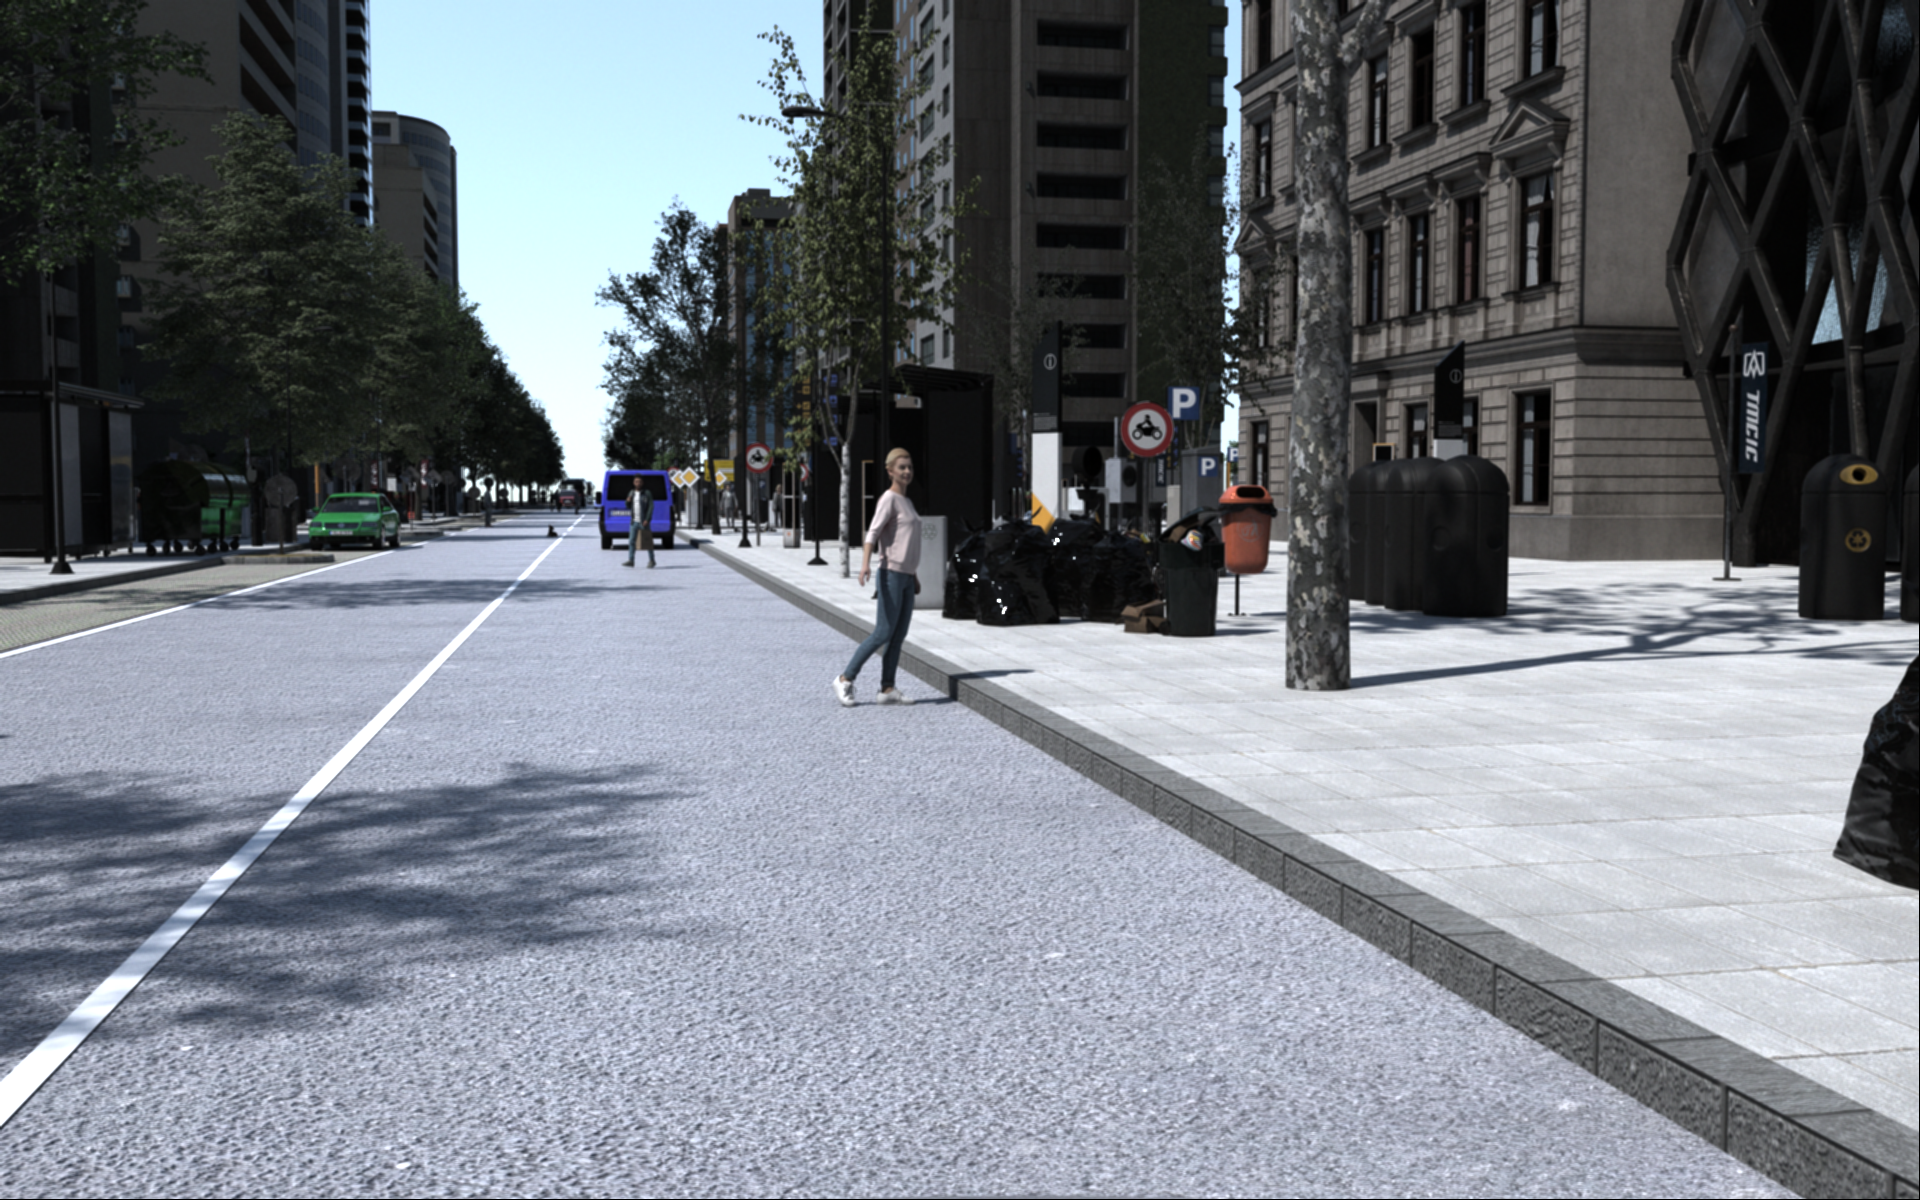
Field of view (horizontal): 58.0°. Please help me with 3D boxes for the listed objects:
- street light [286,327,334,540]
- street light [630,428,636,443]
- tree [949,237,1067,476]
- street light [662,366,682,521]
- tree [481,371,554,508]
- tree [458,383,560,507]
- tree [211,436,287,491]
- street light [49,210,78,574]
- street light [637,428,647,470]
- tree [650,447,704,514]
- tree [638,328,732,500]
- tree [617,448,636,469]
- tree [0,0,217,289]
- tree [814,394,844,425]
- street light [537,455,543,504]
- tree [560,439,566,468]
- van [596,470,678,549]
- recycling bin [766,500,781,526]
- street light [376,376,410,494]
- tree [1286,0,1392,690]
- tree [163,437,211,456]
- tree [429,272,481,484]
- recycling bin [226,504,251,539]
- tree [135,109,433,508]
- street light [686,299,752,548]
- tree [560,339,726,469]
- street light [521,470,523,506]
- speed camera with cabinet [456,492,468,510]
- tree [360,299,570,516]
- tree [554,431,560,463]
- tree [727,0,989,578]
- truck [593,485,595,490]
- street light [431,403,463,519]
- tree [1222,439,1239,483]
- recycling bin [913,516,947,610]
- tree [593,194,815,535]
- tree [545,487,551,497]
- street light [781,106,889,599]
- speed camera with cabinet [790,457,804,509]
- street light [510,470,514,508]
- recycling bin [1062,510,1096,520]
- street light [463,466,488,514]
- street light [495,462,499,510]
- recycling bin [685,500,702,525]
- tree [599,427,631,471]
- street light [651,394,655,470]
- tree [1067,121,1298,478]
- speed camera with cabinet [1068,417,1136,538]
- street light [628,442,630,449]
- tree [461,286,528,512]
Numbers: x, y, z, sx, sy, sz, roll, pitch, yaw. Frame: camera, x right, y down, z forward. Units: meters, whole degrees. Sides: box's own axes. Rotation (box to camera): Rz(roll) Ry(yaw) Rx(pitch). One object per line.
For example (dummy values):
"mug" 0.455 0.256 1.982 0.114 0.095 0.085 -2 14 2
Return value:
"street light" -18.087 -4.626 48.180 1.470 5.913 1.316 -1 4 -12
"street light" -22.308 -9.153 122.195 1.470 5.913 1.316 -1 4 -12
"tree" 1.918 -6.025 48.873 4.360 8.622 3.978 0 3 0
"street light" -9.880 -5.465 61.892 1.470 5.913 1.316 -1 4 -12
"tree" -40.902 -14.462 154.575 7.486 12.596 7.792 0 3 0
"tree" -45.795 -16.118 173.903 12.009 13.543 11.850 0 3 0
"tree" -38.481 -6.816 95.152 4.285 4.588 4.351 0 3 0
"street light" -13.892 -3.376 27.738 1.470 5.913 1.316 -1 4 -12
"street light" -17.947 -7.877 101.322 1.470 5.913 1.316 -1 4 -12
"tree" -18.212 -7.812 111.440 4.285 4.588 4.351 0 3 0
"tree" -11.717 -7.561 73.989 4.360 8.622 3.978 0 3 0
"tree" -35.395 -14.826 192.765 4.737 8.622 4.395 0 3 0
"tree" -13.221 -5.831 21.086 9.928 11.665 9.643 0 3 0
"tree" -8.772 -10.369 119.898 4.360 8.622 3.978 0 3 0
"street light" -49.998 -14.146 203.832 1.470 5.913 1.316 -1 4 -12
"tree" -61.551 -20.578 254.573 7.486 12.596 7.792 0 3 0
"van" -8.695 -2.583 46.620 2.240 2.365 5.245 -1 4 -11
"recycling bin" -7.460 -3.556 70.693 0.722 1.027 0.722 1 4 17
"street light" -22.229 -5.831 67.883 1.470 5.913 1.316 -1 4 -12
"tree" 1.450 -9.409 9.719 12.611 20.169 13.585 0 3 0
"tree" -44.527 -7.142 100.477 4.285 4.588 4.351 0 3 0
"tree" -24.607 -9.465 72.882 7.486 12.596 7.792 0 3 0
"recycling bin" -20.726 -2.263 49.555 0.722 1.027 0.722 -1 4 -14
"tree" -20.821 -8.205 52.286 7.486 12.596 7.792 0 3 0
"street light" -5.710 -4.213 41.432 1.470 5.913 1.316 -1 4 -12
"tree" -22.019 -13.446 130.209 12.009 13.543 11.850 0 3 0
"street light" -41.626 -11.645 162.944 1.470 5.913 1.316 -1 4 -12
"speed camera with cabinet" -39.881 -8.756 137.497 2.038 3.252 0.660 1 4 20
"tree" -29.702 -11.214 100.349 9.611 12.733 9.660 0 3 0
"tree" -50.697 -17.121 198.060 7.486 12.596 7.792 0 3 0
"tree" -1.689 -4.657 26.506 4.737 8.622 4.395 0 3 0
"truck" -63.075 -18.032 290.752 3.469 3.379 9.791 -1 4 -12
"street light" -26.451 -7.108 88.759 1.470 5.913 1.316 -1 4 -12
"tree" 14.548 -6.241 85.761 4.285 4.588 4.351 0 3 0
"recycling bin" -0.524 -0.426 19.515 0.722 1.027 0.722 0 4 -4
"tree" -8.050 -7.347 54.535 7.601 10.594 8.767 0 4 -2
"tree" -65.577 -19.859 275.048 4.737 8.622 4.395 0 3 0
"street light" -1.448 -2.964 21.003 1.470 5.913 1.316 -1 4 -12
"speed camera with cabinet" -7.676 -5.586 85.661 2.038 3.252 0.660 2 4 28
"street light" -37.561 -10.390 142.416 1.470 5.913 1.316 -1 4 -12
"recycling bin" 1.683 -0.874 26.838 0.722 1.027 0.722 0 4 -7
"street light" -30.769 -8.364 109.298 1.470 5.913 1.316 -1 4 -12
"street light" -34.869 -9.616 129.760 1.470 5.913 1.316 -1 4 -12
"recycling bin" -11.047 -3.651 72.242 0.722 1.027 0.722 -1 4 -17
"tree" -46.602 -19.474 244.147 9.928 11.665 9.643 0 3 0
"street light" -13.727 -6.627 80.885 1.470 5.913 1.316 -1 4 -12
"tree" 5.057 -5.196 35.325 4.360 8.622 3.978 0 3 0
"speed camera with cabinet" 3.640 -3.033 43.931 2.038 3.252 0.660 -3 5 -42
"street light" -26.406 -10.409 142.725 1.470 5.913 1.316 -1 4 -12
"tree" -25.647 -9.563 82.107 9.928 11.665 9.643 0 3 0
